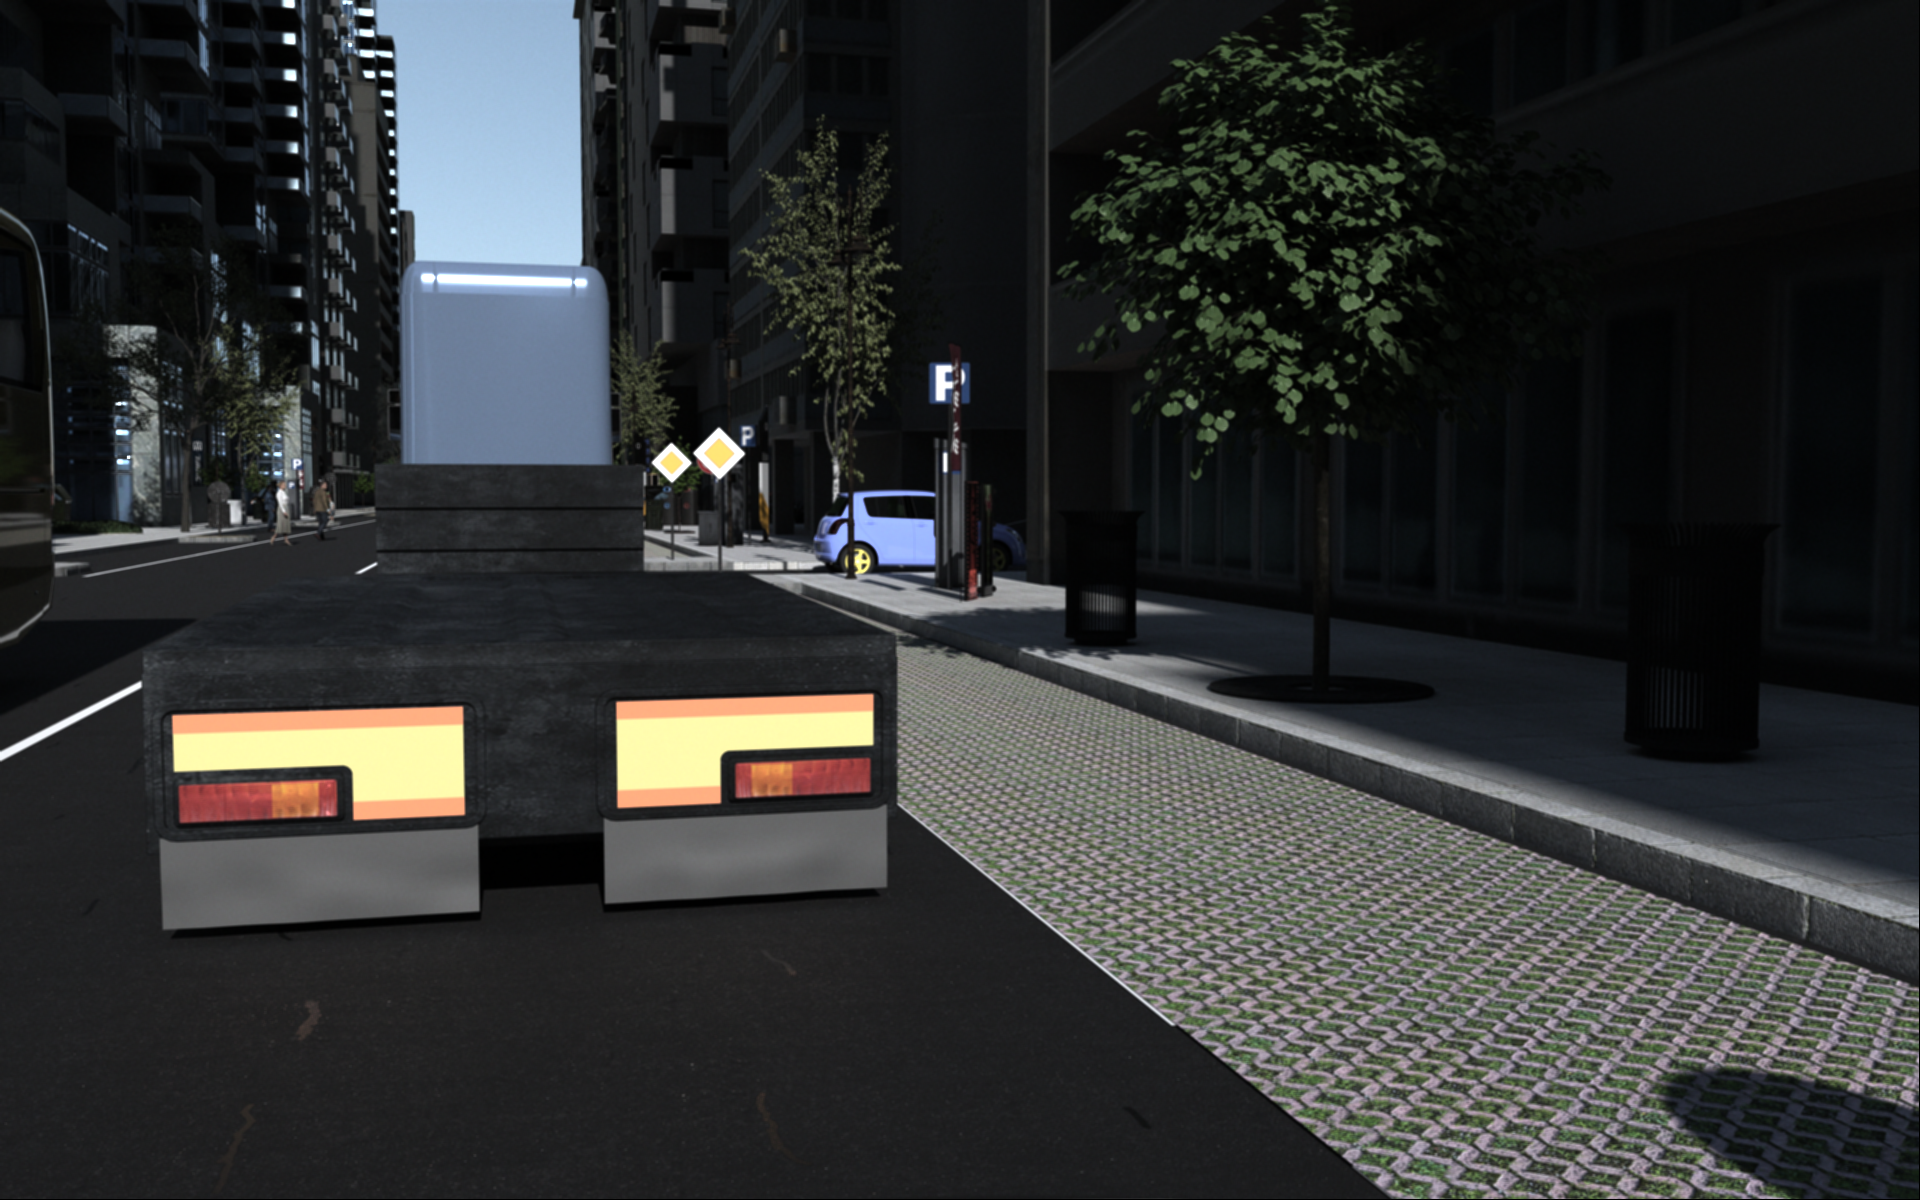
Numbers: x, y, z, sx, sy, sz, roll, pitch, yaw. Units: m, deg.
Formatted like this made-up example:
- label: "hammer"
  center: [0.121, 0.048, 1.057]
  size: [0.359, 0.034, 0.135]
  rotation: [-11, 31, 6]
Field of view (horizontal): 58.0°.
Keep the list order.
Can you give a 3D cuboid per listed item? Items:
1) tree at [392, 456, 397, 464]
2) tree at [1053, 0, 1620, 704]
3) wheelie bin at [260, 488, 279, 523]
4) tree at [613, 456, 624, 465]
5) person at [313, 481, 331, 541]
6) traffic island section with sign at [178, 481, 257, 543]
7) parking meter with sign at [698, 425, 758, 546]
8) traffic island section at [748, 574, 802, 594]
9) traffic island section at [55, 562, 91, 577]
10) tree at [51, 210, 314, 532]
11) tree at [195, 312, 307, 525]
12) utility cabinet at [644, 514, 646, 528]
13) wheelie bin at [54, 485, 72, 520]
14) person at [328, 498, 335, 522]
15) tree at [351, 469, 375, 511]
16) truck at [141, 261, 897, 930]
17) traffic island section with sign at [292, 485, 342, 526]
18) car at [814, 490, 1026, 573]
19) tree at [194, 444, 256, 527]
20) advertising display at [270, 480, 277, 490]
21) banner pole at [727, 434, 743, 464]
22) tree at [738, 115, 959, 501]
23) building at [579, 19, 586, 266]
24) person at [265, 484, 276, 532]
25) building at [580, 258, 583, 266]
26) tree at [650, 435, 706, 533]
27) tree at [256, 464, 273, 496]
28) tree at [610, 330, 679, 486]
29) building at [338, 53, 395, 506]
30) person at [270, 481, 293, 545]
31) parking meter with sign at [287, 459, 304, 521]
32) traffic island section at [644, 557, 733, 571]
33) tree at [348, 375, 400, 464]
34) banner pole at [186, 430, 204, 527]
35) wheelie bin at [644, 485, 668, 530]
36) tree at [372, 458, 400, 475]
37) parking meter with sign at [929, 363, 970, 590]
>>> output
- label: "tree"
  center: [-61.060, -14.805, 192.423]
  size: [4.737, 8.622, 4.395]
  rotation: [0, 3, 0]
- label: "tree"
  center: [2.306, -1.683, 11.226]
  size: [4.285, 4.588, 4.351]
  rotation: [0, 3, 0]
- label: "wheelie bin"
  center: [-30.645, -4.226, 77.005]
  size: [0.693, 1.594, 0.980]
  rotation: [0, 4, -1]
- label: "tree"
  center: [-17.175, -5.636, 86.748]
  size: [1.663, 3.219, 1.824]
  rotation: [0, 3, 0]
- label: "person"
  center: [-19.602, -2.740, 53.217]
  size: [0.656, 1.842, 0.836]
  rotation: [0, 4, 5]
- label: "traffic island section with sign"
  center: [-22.328, -2.664, 52.185]
  size: [1.989, 1.847, 2.006]
  rotation: [-1, 4, -14]
- label: "parking meter with sign"
  center: [-5.813, -2.875, 43.260]
  size: [0.543, 3.016, 1.738]
  rotation: [2, 4, 34]
- label: "traffic island section"
  center: [-3.582, -0.229, 26.025]
  size: [2.009, 0.180, 2.903]
  rotation: [-1, 4, -14]
- label: "traffic island section"
  center: [-16.804, -0.526, 30.874]
  size: [2.009, 0.180, 2.903]
  rotation: [-1, 4, -14]
- label: "tree"
  center: [-25.977, -7.537, 57.635]
  size: [8.767, 10.594, 7.601]
  rotation: [-1, 4, -21]
- label: "tree"
  center: [-29.199, -7.377, 70.975]
  size: [4.737, 8.622, 4.395]
  rotation: [0, 3, 0]
- label: "utility cabinet"
  center: [-11.728, -3.300, 65.115]
  size: [1.020, 1.237, 0.306]
  rotation: [-2, 4, -30]
- label: "wheelie bin"
  center: [-30.145, -3.057, 57.891]
  size: [0.693, 1.594, 0.980]
  rotation: [0, 4, -8]
- label: "person"
  center: [-32.074, -4.599, 88.370]
  size: [0.352, 1.250, 0.332]
  rotation: [0, 4, 3]
- label: "tree"
  center: [-45.228, -8.375, 131.525]
  size: [1.663, 3.219, 1.824]
  rotation: [0, 3, 0]
- label: "truck"
  center: [-3.797, -1.524, 14.670]
  size: [2.967, 4.110, 18.799]
  rotation: [-1, 4, -15]
- label: "traffic island section with sign"
  center: [-29.055, -4.261, 78.290]
  size: [1.989, 1.847, 2.006]
  rotation: [-1, 4, -14]
- label: "car"
  center: [-0.688, -1.266, 30.296]
  size: [3.694, 1.707, 1.945]
  rotation: [-1, 4, -15]
- label: "tree"
  center: [-28.481, -4.419, 66.849]
  size: [1.663, 3.219, 1.824]
  rotation: [0, 3, 0]
- label: "advertising display"
  center: [-31.950, -4.617, 80.695]
  size: [0.123, 1.923, 0.974]
  rotation: [-2, 4, -32]
- label: "banner pole"
  center: [-9.369, -4.998, 71.734]
  size: [0.863, 3.779, 0.401]
  rotation: [-1, 4, -20]
- label: "tree"
  center: [-2.269, -5.160, 34.736]
  size: [4.737, 8.622, 4.395]
  rotation: [0, 3, 0]
- label: "building"
  center: [-41.254, -48.333, 228.500]
  size: [20.563, 71.187, 20.611]
  rotation: [-1, 4, -14]
- label: "person"
  center: [-26.276, -3.506, 66.005]
  size: [0.419, 1.800, 0.721]
  rotation: [-2, 4, -31]
- label: "building"
  center: [-42.278, -34.339, 253.321]
  size: [32.217, 40.220, 23.993]
  rotation: [-1, 4, -14]
- label: "tree"
  center: [-9.088, -3.802, 56.761]
  size: [1.663, 3.219, 1.824]
  rotation: [0, 3, 0]
- label: "tree"
  center: [-40.024, -6.335, 98.178]
  size: [1.663, 3.219, 1.824]
  rotation: [0, 3, 0]
- label: "tree"
  center: [-14.371, -7.763, 77.295]
  size: [4.737, 8.622, 4.395]
  rotation: [0, 3, 0]
- label: "building"
  center: [-75.164, -34.820, 193.015]
  size: [21.300, 48.544, 21.600]
  rotation: [-1, 4, -14]
- label: "person"
  center: [-18.979, -2.424, 48.360]
  size: [0.641, 1.798, 0.478]
  rotation: [0, 4, 8]
- label: "parking meter with sign"
  center: [-32.464, -5.385, 84.312]
  size: [0.543, 3.016, 1.738]
  rotation: [0, 4, -5]
- label: "traffic island section"
  center: [-5.579, -0.702, 33.757]
  size: [2.009, 0.180, 2.903]
  rotation: [-1, 4, -14]
- label: "tree"
  center: [-57.541, -16.357, 177.802]
  size: [12.009, 13.543, 11.850]
  rotation: [0, 3, 0]
- label: "banner pole"
  center: [-30.040, -4.769, 67.996]
  size: [0.401, 3.779, 0.863]
  rotation: [2, 4, 33]
- label: "wheelie bin"
  center: [-10.940, -3.312, 62.051]
  size: [0.980, 1.594, 0.693]
  rotation: [-1, 4, -10]
- label: "tree"
  center: [-51.905, -10.643, 157.719]
  size: [4.285, 4.588, 4.351]
  rotation: [0, 3, 0]
- label: "parking meter with sign"
  center: [-0.095, -1.689, 23.869]
  size: [0.543, 3.016, 1.738]
  rotation: [0, 4, 3]
